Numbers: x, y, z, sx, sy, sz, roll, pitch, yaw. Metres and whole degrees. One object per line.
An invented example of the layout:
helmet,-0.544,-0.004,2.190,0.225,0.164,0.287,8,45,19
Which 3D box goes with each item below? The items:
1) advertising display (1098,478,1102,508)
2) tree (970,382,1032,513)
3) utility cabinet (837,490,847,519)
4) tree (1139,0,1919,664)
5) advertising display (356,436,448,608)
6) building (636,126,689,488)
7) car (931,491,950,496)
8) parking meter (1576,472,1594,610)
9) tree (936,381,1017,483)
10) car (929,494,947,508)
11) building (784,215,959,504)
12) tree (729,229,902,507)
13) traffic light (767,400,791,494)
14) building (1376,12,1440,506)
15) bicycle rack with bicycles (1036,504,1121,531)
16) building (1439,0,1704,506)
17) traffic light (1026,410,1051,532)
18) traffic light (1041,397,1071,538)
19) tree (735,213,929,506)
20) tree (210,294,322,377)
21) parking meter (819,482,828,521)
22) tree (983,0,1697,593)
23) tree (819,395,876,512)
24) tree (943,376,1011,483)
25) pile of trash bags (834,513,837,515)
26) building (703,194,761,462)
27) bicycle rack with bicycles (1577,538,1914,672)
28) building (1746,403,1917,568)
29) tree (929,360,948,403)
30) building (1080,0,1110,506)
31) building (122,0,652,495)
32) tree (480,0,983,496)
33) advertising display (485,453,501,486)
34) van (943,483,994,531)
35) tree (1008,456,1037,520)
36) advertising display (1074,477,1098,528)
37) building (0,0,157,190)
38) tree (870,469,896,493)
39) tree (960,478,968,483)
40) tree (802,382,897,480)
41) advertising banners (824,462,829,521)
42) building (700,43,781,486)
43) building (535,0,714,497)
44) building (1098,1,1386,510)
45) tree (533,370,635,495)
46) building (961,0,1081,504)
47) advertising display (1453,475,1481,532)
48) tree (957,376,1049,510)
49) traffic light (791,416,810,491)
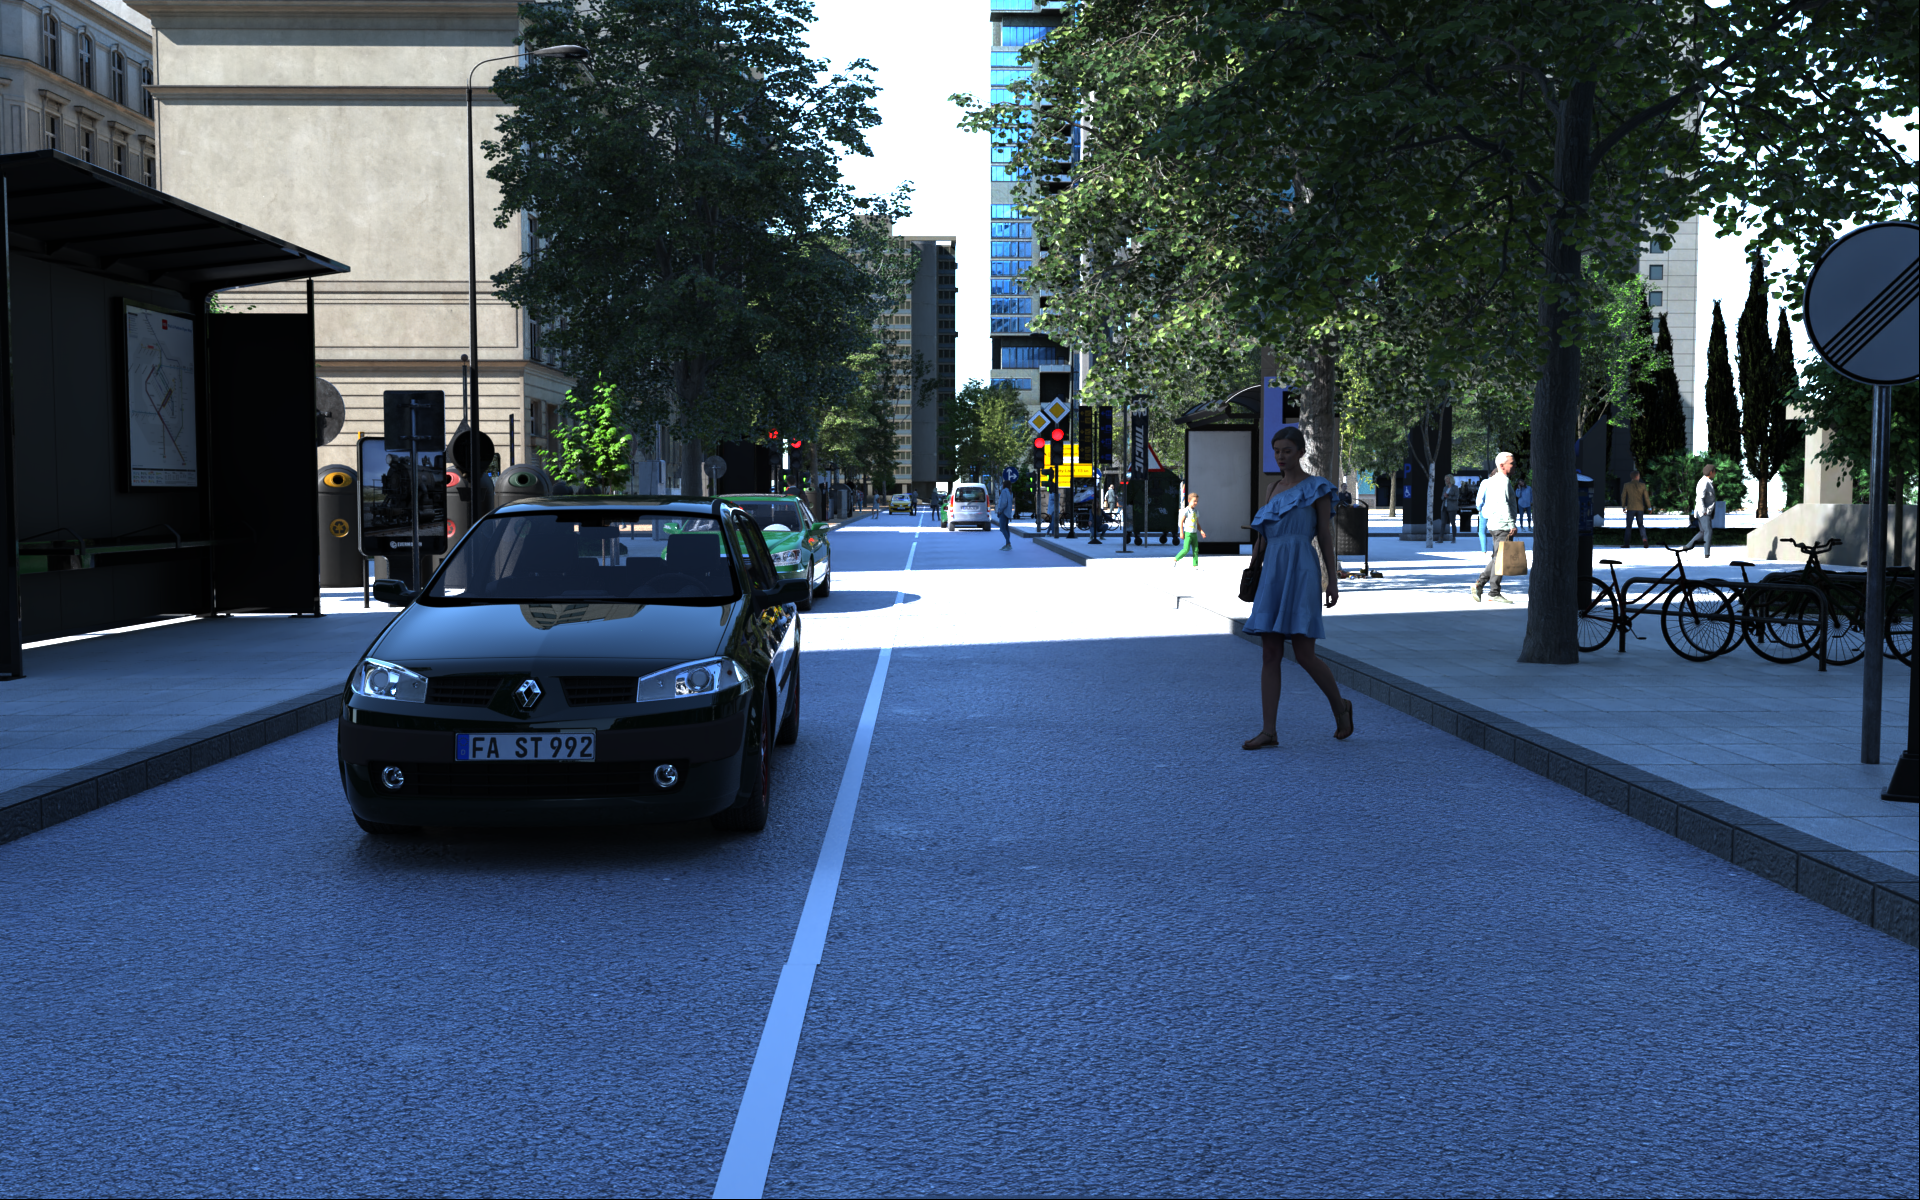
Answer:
advertising display,5.127,-3.847,68.108,0.974,1.923,0.123,3,4,38
tree,2.510,-10.035,114.436,4.737,8.622,4.395,0,3,0
utility cabinet,-6.060,-4.909,88.937,0.318,1.500,1.173,-1,4,-15
tree,4.917,-5.805,13.037,7.486,12.596,7.792,0,3,0
advertising display,-6.319,-0.883,19.656,0.974,1.923,0.123,-2,4,-33
building,-24.735,-19.183,110.904,12.463,27.353,25.104,0,4,-1
car,-2.274,-12.132,207.038,2.281,1.827,5.304,0,4,-2
parking meter,6.851,-0.665,19.279,0.372,1.533,0.369,0,3,0
tree,1.471,-14.190,157.759,9.928,11.665,9.643,0,3,0
car,-2.065,-10.005,175.371,2.131,1.459,4.920,0,4,-3
building,-12.242,-33.750,243.690,23.993,40.220,32.217,0,4,-1
tree,-6.526,-9.554,74.329,7.486,12.596,7.792,0,3,0
traffic light,-5.285,-3.727,49.860,0.839,4.253,0.868,0,4,-1
building,45.171,-45.820,187.405,20.611,71.187,20.563,0,4,-1
bicycle rack with bicycles,4.517,-2.933,61.342,2.925,0.926,2.852,3,5,42
building,65.860,-45.868,188.198,20.611,71.187,20.563,0,4,-1
traffic light,2.627,-4.226,58.008,0.839,4.253,0.868,0,4,-1
traffic light,2.775,-3.737,50.024,0.839,4.253,0.868,0,4,-1
tree,-9.100,-15.596,110.879,12.611,20.169,13.585,0,3,0
tree,-11.565,-2.618,26.512,4.285,4.588,4.351,0,3,0
parking meter,-6.526,-4.705,82.643,0.399,1.863,0.255,-2,4,-31
tree,4.753,-7.080,22.418,9.857,13.997,8.962,0,3,0
tree,-7.808,-10.412,120.600,4.360,8.622,3.978,0,3,0
tree,1.885,-15.248,167.429,7.486,12.596,7.792,0,3,0
pile of trash bags,-8.173,-6.031,108.360,1.912,1.369,3.447,1,4,9
building,-25.950,-23.761,160.198,14.160,30.474,14.107,0,4,-1
bicycle rack with bicycles,6.542,-0.008,13.510,2.852,0.926,2.925,-2,4,-28
building,31.963,-20.484,26.789,32.217,40.220,23.993,0,4,-1
tree,-7.416,-20.433,189.972,12.611,20.169,13.585,0,3,0
building,23.259,-39.222,183.270,21.231,58.520,28.212,0,4,-1
building,-25.074,-15.304,83.497,16.112,22.955,30.059,0,4,-1
tree,-6.070,-8.136,39.686,9.857,13.997,8.962,0,3,0
advertising display,-7.309,-1.313,26.677,0.123,1.923,0.974,0,4,7
van,0.350,-3.738,68.129,2.013,2.044,4.112,0,4,-1
tree,3.631,-6.243,96.669,1.663,3.219,1.824,0,3,0
advertising display,4.652,-3.692,65.584,0.974,1.923,0.123,0,4,2
building,-59.434,-18.298,75.593,44.131,29.872,17.030,0,4,-1
tree,-9.070,-13.568,205.553,4.285,4.588,4.351,0,3,0
tree,0.610,-12.672,201.790,1.663,3.219,1.824,0,3,0
tree,-8.648,-12.146,132.993,8.767,10.594,7.601,1,4,21
advertising banners,-6.266,-5.203,81.257,0.090,3.025,2.074,0,4,1
building,-34.651,-34.558,184.624,30.456,49.044,23.786,0,4,-1
building,-29.826,-43.013,141.509,20.563,71.187,20.611,0,4,-1
building,24.212,-32.702,154.293,23.786,49.044,30.456,0,4,-1
tree,-5.526,-1.983,27.029,1.663,3.219,1.824,0,3,0
building,15.605,-56.525,236.855,31.000,86.520,22.319,0,4,-1
advertising display,17.083,-3.258,58.476,0.974,1.923,0.123,2,4,30
tree,3.153,-12.369,136.647,7.601,10.594,8.767,1,4,23
traffic light,-5.432,-4.215,57.844,0.839,4.253,0.868,0,4,-1
